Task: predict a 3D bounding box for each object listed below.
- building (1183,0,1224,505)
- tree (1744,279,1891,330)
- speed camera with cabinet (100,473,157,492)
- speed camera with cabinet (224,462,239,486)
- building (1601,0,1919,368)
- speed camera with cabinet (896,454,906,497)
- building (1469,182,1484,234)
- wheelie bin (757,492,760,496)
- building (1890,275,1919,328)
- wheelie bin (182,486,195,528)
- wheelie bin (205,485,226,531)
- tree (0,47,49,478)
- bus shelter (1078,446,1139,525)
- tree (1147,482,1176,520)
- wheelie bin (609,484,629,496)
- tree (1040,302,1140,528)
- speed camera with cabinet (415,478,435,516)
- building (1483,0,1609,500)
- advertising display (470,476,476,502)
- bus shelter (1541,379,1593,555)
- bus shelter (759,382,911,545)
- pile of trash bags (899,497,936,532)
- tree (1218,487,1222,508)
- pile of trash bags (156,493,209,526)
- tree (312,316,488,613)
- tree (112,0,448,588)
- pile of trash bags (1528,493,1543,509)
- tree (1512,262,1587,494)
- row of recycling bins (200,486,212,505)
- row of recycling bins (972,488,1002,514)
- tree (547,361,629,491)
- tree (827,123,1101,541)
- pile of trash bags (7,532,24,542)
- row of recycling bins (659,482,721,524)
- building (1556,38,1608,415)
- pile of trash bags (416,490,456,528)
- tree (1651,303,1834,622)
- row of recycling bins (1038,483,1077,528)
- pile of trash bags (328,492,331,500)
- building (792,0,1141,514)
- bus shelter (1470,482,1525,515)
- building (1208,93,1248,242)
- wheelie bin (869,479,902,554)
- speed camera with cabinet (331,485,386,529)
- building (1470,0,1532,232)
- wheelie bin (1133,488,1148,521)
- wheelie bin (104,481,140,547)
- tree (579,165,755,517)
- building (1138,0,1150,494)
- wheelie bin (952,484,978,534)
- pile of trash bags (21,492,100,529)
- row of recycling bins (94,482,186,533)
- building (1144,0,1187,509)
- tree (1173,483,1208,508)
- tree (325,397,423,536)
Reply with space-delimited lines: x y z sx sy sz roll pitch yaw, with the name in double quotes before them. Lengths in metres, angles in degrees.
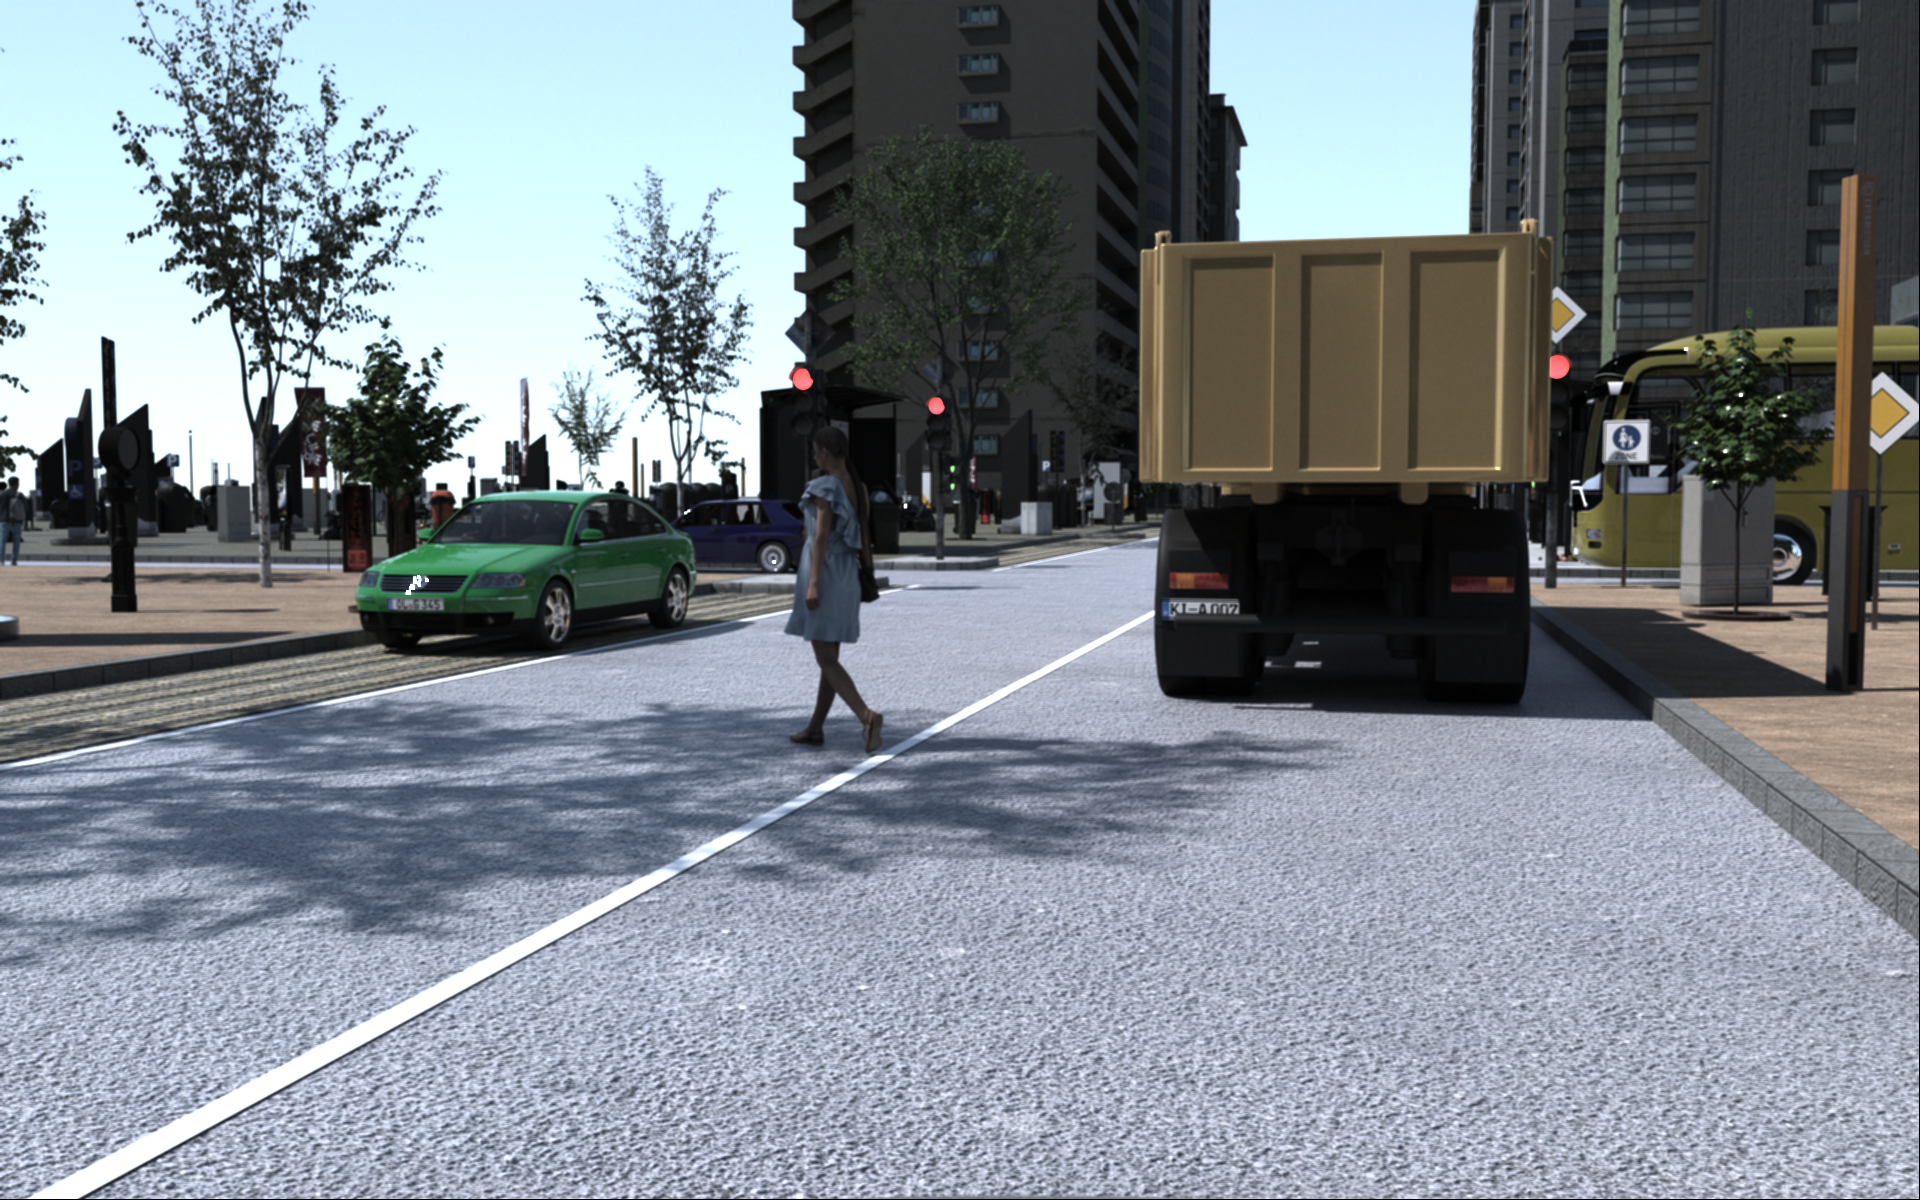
"building" 21.690 -47.216 210.230 20.563 71.187 20.611 1 4 14
"tree" 28.648 -6.646 59.026 4.360 8.622 3.978 0 3 0
"speed camera with cabinet" -36.383 -4.975 75.676 2.038 3.252 0.660 -1 4 -14
"speed camera with cabinet" -45.530 -6.895 107.073 0.660 3.252 2.038 1 4 20
"building" 37.123 -24.245 79.997 14.154 41.232 14.086 1 4 14
"speed camera with cabinet" -2.630 -5.562 85.275 0.660 3.252 2.038 3 5 43
"building" 73.711 -33.256 227.337 14.154 41.232 14.086 1 4 14
"wheelie bin" -7.438 -3.587 66.559 0.693 1.594 0.980 -2 4 -30
"building" 40.065 -44.378 38.248 31.000 86.520 22.319 1 4 14
"wheelie bin" -29.430 -3.536 65.723 0.693 1.594 0.980 -2 4 -35
"wheelie bin" -25.562 -3.177 59.856 0.693 1.594 0.980 1 4 20
"tree" -15.554 -4.617 25.848 4.737 8.622 4.395 0 3 0
"bus shelter" 6.595 -4.963 75.068 2.014 3.302 5.546 1 4 14
"tree" 9.889 -5.676 87.401 1.663 3.219 1.824 0 3 0
"wheelie bin" -10.784 -2.867 54.778 0.693 1.594 0.980 -1 4 -12
"tree" 4.929 -7.067 65.908 4.360 8.622 3.978 0 3 0
"speed camera with cabinet" -29.591 -6.215 95.949 0.660 3.252 2.038 1 4 17
"building" 72.719 -40.544 204.888 21.231 58.520 28.212 1 4 14
"advertising display" -17.064 -3.394 60.698 0.123 1.923 0.974 -1 4 -12
"bus shelter" 13.540 -2.848 37.850 1.731 3.624 6.357 1 4 14
"bus shelter" -2.744 -2.950 39.520 1.731 3.624 6.357 1 4 13
"pile of trash bags" -2.615 -2.995 58.725 3.447 1.369 1.912 -1 4 -21
"tree" 17.321 -10.158 116.452 4.737 8.622 4.395 0 3 0
"pile of trash bags" -31.577 -3.682 69.948 1.912 1.369 3.447 0 4 4
"tree" -6.321 -1.493 19.014 1.663 3.219 1.824 0 3 0
"tree" -9.372 -4.466 23.376 4.360 8.622 3.978 0 3 0
"pile of trash bags" 30.976 -5.232 95.303 3.447 1.369 1.912 -1 4 -17
"tree" 16.647 -6.221 52.073 4.360 8.622 3.978 0 3 0
"row of recycling bins" -37.193 -4.854 86.482 1.069 1.692 3.534 -1 4 -14
"row of recycling bins" 2.126 -6.273 109.668 3.534 1.692 1.069 2 4 30
"tree" -20.932 -8.958 96.827 4.737 8.622 4.395 0 3 0
"tree" 0.142 -7.484 48.116 9.928 11.665 9.643 0 3 0
"pile of trash bags" -26.661 -2.226 46.155 3.447 1.369 1.912 2 4 31
"row of recycling bins" -9.574 -3.321 61.411 1.069 1.692 3.534 2 4 24
"building" 45.913 -20.844 112.498 14.160 30.474 14.107 1 4 14
"pile of trash bags" -11.300 -2.008 42.583 3.447 1.369 1.912 0 4 -2
"tree" 7.994 -1.412 17.690 1.663 3.219 1.824 0 3 0
"row of recycling bins" 3.760 -3.641 66.648 1.069 1.692 3.534 1 4 19
"pile of trash bags" -28.197 -4.066 76.227 1.912 1.369 3.447 -1 4 -8
"building" 0.581 -30.430 121.226 21.300 48.544 21.600 1 4 14
"bus shelter" 18.677 -4.062 60.332 2.014 3.302 5.546 1 4 13
"building" 23.487 -39.500 235.055 28.713 52.752 27.495 1 4 14
"wheelie bin" -1.594 -1.783 37.059 0.693 1.594 0.980 0 4 -2
"speed camera with cabinet" -21.849 -4.211 63.179 2.038 3.252 0.660 -1 4 -21
"building" 80.423 -49.258 243.612 20.563 71.187 20.611 1 4 14
"wheelie bin" 8.539 -4.528 81.941 0.693 1.594 0.980 0 4 -4
"wheelie bin" -20.245 -2.077 41.873 0.693 1.594 0.980 -3 5 -43
"tree" -6.336 -5.411 38.839 4.360 8.622 3.978 0 3 0
"building" 7.256 -27.878 139.407 14.154 41.232 14.086 1 4 14
"wheelie bin" 0.170 -2.924 55.716 0.693 1.594 0.980 -2 4 -28
"pile of trash bags" -33.539 -3.340 64.359 3.447 1.369 1.912 -1 4 -12
"row of recycling bins" -27.460 -3.061 57.158 3.534 1.692 1.069 -3 4 -36
"building" 8.890 -37.853 160.893 21.231 58.520 28.212 1 4 14
"tree" 12.898 -7.025 98.579 4.285 4.588 4.351 0 3 0
"tree" -17.864 -4.235 52.962 4.285 4.588 4.351 0 3 0
